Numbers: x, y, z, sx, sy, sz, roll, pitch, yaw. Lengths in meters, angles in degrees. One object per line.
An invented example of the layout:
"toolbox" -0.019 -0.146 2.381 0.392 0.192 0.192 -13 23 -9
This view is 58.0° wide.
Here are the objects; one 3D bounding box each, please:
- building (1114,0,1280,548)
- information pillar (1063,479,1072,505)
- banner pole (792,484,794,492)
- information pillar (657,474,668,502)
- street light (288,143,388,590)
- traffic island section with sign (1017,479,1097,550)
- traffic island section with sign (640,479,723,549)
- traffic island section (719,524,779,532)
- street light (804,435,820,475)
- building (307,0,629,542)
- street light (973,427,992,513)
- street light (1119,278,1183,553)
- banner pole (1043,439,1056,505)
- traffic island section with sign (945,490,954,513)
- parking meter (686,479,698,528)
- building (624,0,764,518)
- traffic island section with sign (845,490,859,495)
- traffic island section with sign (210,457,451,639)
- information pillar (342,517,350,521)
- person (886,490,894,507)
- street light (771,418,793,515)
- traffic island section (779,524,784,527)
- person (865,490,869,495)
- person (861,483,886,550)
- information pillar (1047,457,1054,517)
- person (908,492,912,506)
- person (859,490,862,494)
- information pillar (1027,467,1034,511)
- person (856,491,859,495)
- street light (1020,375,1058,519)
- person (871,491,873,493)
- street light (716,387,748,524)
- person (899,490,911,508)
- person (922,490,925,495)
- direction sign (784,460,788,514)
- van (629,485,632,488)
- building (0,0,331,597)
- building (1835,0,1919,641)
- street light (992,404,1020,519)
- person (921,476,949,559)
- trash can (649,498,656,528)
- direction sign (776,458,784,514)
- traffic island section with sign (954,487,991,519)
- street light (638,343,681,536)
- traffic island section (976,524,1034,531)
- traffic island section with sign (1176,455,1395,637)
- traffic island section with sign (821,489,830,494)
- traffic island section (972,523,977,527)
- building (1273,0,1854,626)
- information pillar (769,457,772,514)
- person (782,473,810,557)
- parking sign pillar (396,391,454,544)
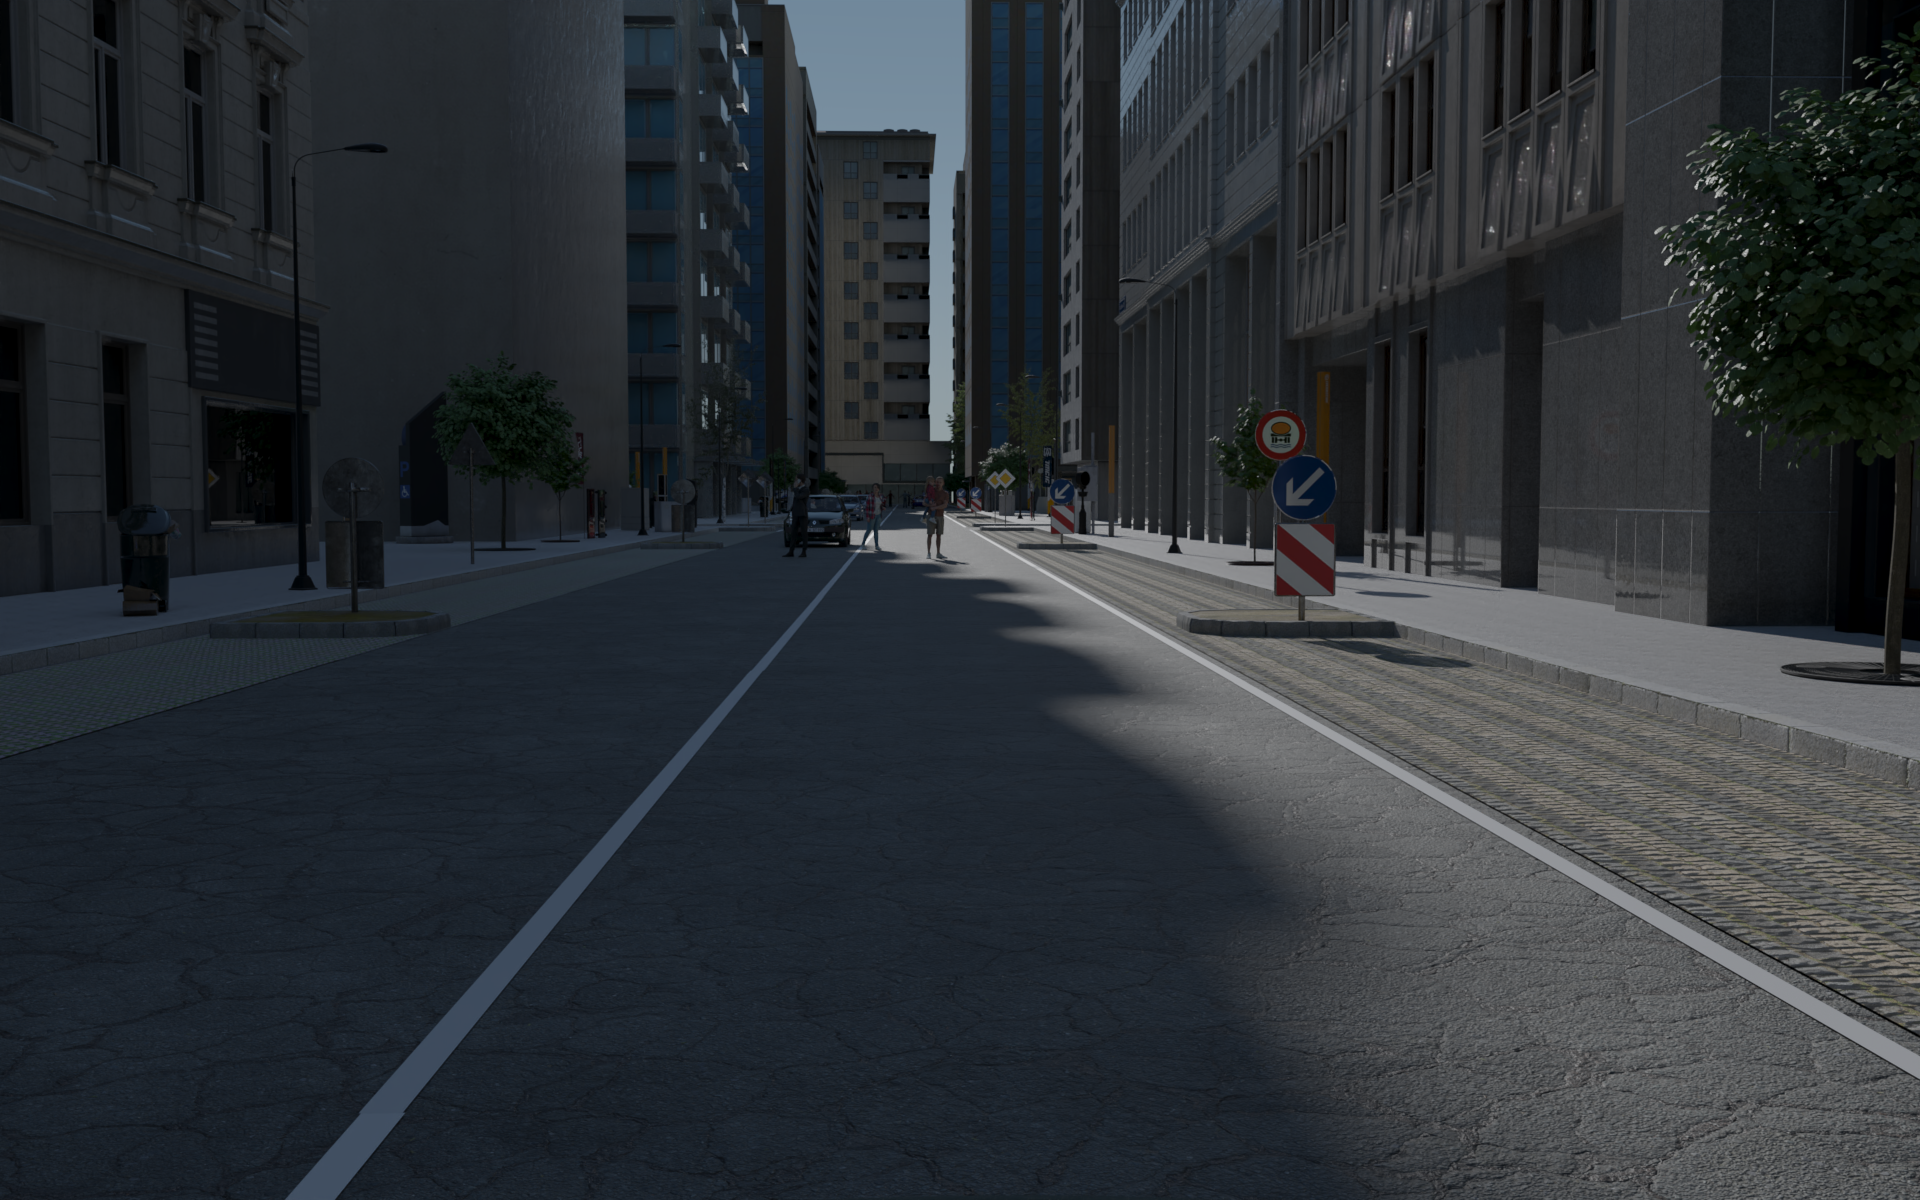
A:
"building" 11.873 -16.714 50.766 11.434 29.767 29.804 0 4 -2
"information pillar" 5.162 -4.823 83.342 0.304 2.012 0.304 -3 4 -37
"banner pole" -14.269 -9.694 148.512 0.401 3.779 0.863 -2 4 -29
"information pillar" -10.921 -3.615 63.591 0.304 2.012 0.304 0 4 5
"street light" -8.263 -3.089 23.045 1.470 5.913 1.316 0 4 -2
"traffic island section with sign" 2.501 -2.245 45.337 1.989 1.847 2.006 0 4 -2
"traffic island section with sign" -7.276 -2.258 45.552 1.989 1.847 2.006 0 4 -2
"traffic island section" -8.282 -2.774 67.643 2.009 0.180 2.903 0 4 -2
"street light" -11.725 -10.030 136.537 1.470 5.913 1.316 0 4 -2
"building" -29.263 -15.318 54.967 34.151 26.468 19.350 0 4 -2
"street light" 1.584 -9.000 119.694 1.470 5.913 1.316 0 4 -2
"street light" 4.111 -3.965 37.375 1.470 5.913 1.316 0 4 -2
"banner pole" 4.096 -5.413 78.527 0.863 3.779 0.401 2 4 34
"traffic island section with sign" -0.036 -7.309 128.129 1.989 1.847 2.006 0 4 -2
"parking meter" -10.178 -3.676 65.814 0.399 1.863 0.255 0 4 4
"building" -23.791 -29.238 97.642 23.786 49.044 30.456 0 4 -2
"traffic island section with sign" -11.331 -10.326 177.451 1.989 1.847 2.006 0 4 -2
"traffic island section with sign" -6.438 -0.575 18.026 1.989 1.847 2.006 0 4 -2
"information pillar" -14.854 -2.301 42.107 0.304 2.012 0.304 -2 4 -24
"person" -7.700 -11.160 190.930 1.348 1.831 0.705 3 5 39
"street light" -10.902 -8.166 106.047 1.470 5.913 1.316 0 4 -2
"traffic island section" -8.527 -3.263 75.624 2.009 0.180 2.903 0 4 -2
"person" -8.906 -9.629 166.077 1.348 1.807 0.705 -2 4 -27
"person" -2.228 -2.162 44.680 0.563 1.720 0.643 -3 5 -41
"information pillar" 5.051 -6.413 96.213 0.504 3.616 0.183 -3 5 -44
"person" -6.018 -12.169 208.259 0.742 1.727 0.445 2 4 27
"person" -10.048 -10.106 173.672 0.705 1.831 1.348 2 4 27
"information pillar" 5.339 -8.525 130.738 0.504 3.616 0.183 -1 4 -13
"person" -9.435 -9.267 160.739 0.721 1.735 1.217 2 4 30
"street light" 3.248 -5.830 67.864 1.470 5.913 1.316 0 4 -2
"person" -11.582 -13.370 227.089 0.705 1.826 1.348 0 4 -1
"street light" -9.918 -6.287 75.338 1.470 5.913 1.316 0 4 -2
"person" -5.673 -10.415 178.865 1.350 1.814 0.705 0 4 -1
"person" -4.056 -10.862 185.955 0.599 1.838 0.709 0 4 1
"direction sign" -11.551 -7.472 114.170 0.379 3.537 0.876 0 4 3
"van" -15.345 -3.905 70.857 4.112 2.044 2.013 0 4 -3
"building" -19.520 -14.461 12.848 17.030 29.872 44.131 0 4 -2
"building" 14.569 -10.893 7.786 12.332 23.373 15.834 0 4 -2
"street light" 2.561 -7.124 89.025 1.470 5.913 1.316 0 4 -2
"person" -0.580 -1.830 38.401 0.573 1.828 0.580 2 4 34
"trash can" -11.809 -3.274 65.180 0.748 1.137 0.748 0 3 0
"direction sign" -11.587 -7.252 110.568 0.379 3.537 0.876 0 4 -8
"traffic island section with sign" 0.795 -5.648 100.972 1.989 1.847 2.006 0 4 -2
"street light" -9.292 -4.953 53.529 1.470 5.913 1.316 0 4 -2
"traffic island section" 1.805 -2.793 67.947 2.009 0.180 2.903 0 4 -2
"traffic island section with sign" 3.338 -0.587 18.221 1.989 1.847 2.006 0 4 -2
"traffic island section with sign" -9.782 -7.250 127.169 1.989 1.847 2.006 0 4 -2
"traffic island section" 1.560 -3.281 75.928 2.009 0.180 2.903 0 4 -2
"building" 12.929 -12.727 26.109 12.078 24.808 19.932 0 4 -2
"information pillar" -12.041 -7.291 110.567 0.183 3.616 0.504 1 4 12
"person" -3.685 -1.923 39.298 0.474 1.900 0.648 -3 5 -42
"parking sign pillar" -13.965 -3.462 45.076 1.447 3.967 1.447 2 4 29
